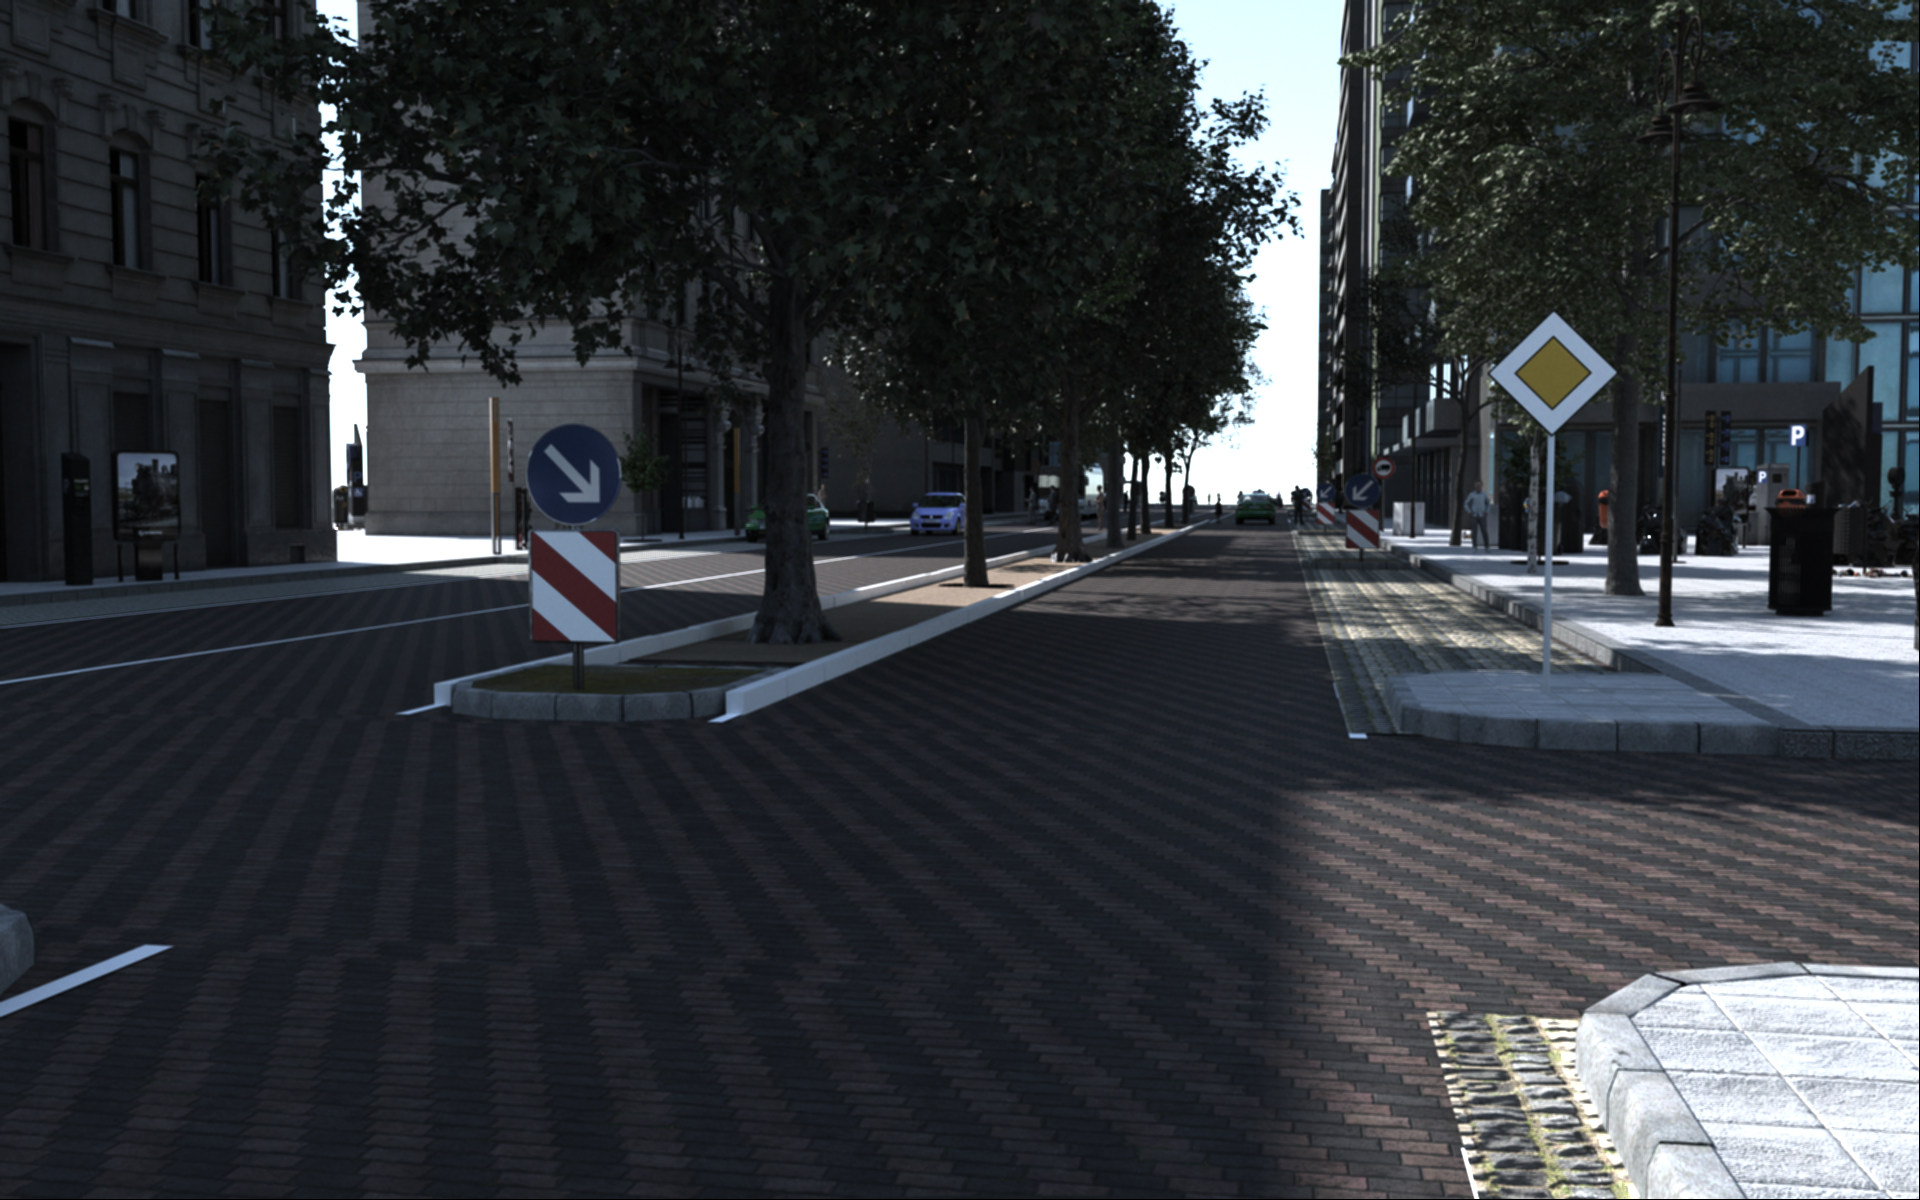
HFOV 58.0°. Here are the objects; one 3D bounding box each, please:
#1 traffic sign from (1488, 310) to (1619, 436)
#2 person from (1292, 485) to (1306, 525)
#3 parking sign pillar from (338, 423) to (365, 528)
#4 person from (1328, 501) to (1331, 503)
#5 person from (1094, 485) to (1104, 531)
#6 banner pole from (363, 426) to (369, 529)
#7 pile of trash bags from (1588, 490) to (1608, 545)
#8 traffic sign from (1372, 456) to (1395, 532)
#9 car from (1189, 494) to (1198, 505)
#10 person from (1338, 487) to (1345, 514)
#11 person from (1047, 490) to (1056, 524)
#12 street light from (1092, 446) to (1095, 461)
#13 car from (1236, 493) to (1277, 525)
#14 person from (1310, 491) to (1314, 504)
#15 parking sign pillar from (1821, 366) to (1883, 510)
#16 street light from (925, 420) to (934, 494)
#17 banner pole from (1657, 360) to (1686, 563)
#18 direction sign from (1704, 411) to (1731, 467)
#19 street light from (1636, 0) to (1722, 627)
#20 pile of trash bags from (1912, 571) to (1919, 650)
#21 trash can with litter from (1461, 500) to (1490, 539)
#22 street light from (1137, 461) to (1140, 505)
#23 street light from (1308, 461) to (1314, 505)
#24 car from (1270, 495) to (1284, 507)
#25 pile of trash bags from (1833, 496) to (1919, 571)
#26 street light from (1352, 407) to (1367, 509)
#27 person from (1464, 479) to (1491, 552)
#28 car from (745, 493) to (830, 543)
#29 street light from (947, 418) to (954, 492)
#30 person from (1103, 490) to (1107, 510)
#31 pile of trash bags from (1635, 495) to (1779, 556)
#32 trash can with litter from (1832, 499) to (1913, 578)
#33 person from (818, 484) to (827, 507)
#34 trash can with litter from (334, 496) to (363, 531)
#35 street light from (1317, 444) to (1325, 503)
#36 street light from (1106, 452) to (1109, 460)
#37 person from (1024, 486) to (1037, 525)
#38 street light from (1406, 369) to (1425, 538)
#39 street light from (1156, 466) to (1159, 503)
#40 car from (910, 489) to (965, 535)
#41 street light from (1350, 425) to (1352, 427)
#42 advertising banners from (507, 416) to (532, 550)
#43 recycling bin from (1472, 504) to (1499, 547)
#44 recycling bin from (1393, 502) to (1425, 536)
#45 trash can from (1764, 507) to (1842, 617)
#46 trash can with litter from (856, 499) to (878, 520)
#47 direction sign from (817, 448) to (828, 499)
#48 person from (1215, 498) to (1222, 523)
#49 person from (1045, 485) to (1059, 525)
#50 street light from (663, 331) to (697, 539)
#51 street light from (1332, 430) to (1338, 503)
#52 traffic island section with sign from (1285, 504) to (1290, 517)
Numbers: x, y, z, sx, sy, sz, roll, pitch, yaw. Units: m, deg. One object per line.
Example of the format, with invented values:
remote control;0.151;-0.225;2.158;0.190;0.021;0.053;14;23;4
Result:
traffic sign;3.776;-0.540;11.025;0.795;2.593;0.064;1;4;10
person;15.809;-4.424;80.638;0.655;1.846;0.447;-1;4;-19
parking sign pillar;-22.809;-4.700;65.319;1.447;3.967;1.447;-2;4;-27
person;38.738;-10.715;181.967;0.721;1.736;1.217;0;4;-3
person;5.442;-3.608;67.837;0.374;1.781;0.599;1;4;15
banner pole;-21.566;-4.472;63.135;0.401;3.779;0.863;-2;4;-23
pile of trash bags;16.690;-2.058;43.408;1.912;1.369;3.447;3;4;37
traffic sign;14.355;-3.586;58.743;0.768;2.556;0.104;1;4;19
car;30.306;-13.377;227.506;1.959;1.807;4.718;1;4;9
person;24.989;-6.514;113.260;0.721;1.736;1.217;0;4;-4
person;4.360;-4.536;82.860;0.583;1.804;0.606;-2;4;-31
street light;12.139;-11.290;157.377;0.468;5.910;1.993;1;4;10
car;14.186;-4.537;82.976;1.959;1.807;4.718;1;4;12
person;45.941;-13.437;226.557;0.721;1.723;1.217;-1;4;-17
parking sign pillar;19.091;-2.975;37.106;1.447;3.967;1.447;-1;4;-13
street light;-1.622;-6.776;83.570;0.468;5.910;1.993;1;4;10
banner pole;13.267;-2.589;32.346;0.401;3.779;0.863;-1;4;-9
direction sign;20.637;-3.380;47.254;0.876;3.537;0.379;-1;4;-21
street light;6.848;-2.683;16.653;0.468;5.910;1.993;1;4;10
pile of trash bags;8.727;-0.253;13.890;1.912;1.369;3.447;2;4;30
trash can with litter;15.229;-2.345;49.398;2.233;1.210;1.678;2;4;24
street light;21.211;-14.301;206.609;0.468;5.910;1.993;1;4;10
street light;42.132;-14.317;206.863;0.468;5.910;1.993;1;4;10
car;34.349;-10.786;188.934;1.945;1.354;3.894;1;4;12
pile of trash bags;16.984;-1.327;31.441;3.447;1.369;1.912;-1;4;-21
street light;19.456;-6.812;84.165;0.468;5.910;1.993;1;4;10
person;11.393;-1.849;38.088;0.589;1.601;0.330;1;4;16
car;-5.173;-2.652;52.158;1.959;1.807;4.718;1;4;9
street light;-0.358;-7.159;89.845;0.468;5.910;1.993;1;4;10
person;12.613;-8.694;150.633;0.705;1.826;1.348;1;4;13
pile of trash bags;16.008;-1.629;36.393;1.912;1.369;3.447;-3;5;-45
trash can with litter;14.129;-0.964;26.819;1.678;1.210;2.233;-3;5;-41
person;-6.584;-4.693;83.115;0.374;1.781;0.599;2;4;34
trash can with litter;-21.765;-3.080;61.409;1.678;1.210;2.233;0;4;-1
street light;33.214;-11.379;158.841;0.468;5.910;1.993;1;4;10
street light;14.876;-12.218;172.551;0.468;5.910;1.993;1;4;10
person;3.325;-4.453;81.499;0.583;1.804;0.606;1;4;9
street light;13.209;-4.747;50.398;0.468;5.910;1.993;1;4;10
street light;27.455;-16.389;240.745;0.468;5.910;1.993;1;4;10
car;-0.650;-3.162;61.297;1.945;1.707;3.694;1;4;11
street light;20.616;-7.202;90.535;0.468;5.910;1.993;1;4;10
advertising banners;-10.138;-2.668;39.818;0.090;3.025;2.074;0;4;0
recycling bin;13.005;-1.826;42.412;0.722;1.027;0.722;2;4;33
recycling bin;13.750;-2.478;53.073;0.722;1.027;0.722;-1;4;-13
trash can;8.891;-0.407;18.310;0.748;1.137;0.748;0;3;0
trash can with litter;-4.649;-4.619;86.913;0.624;1.170;1.055;3;5;40
direction sign;-6.862;-5.652;84.404;0.876;3.537;0.379;-1;4;-14
person;12.644;-4.371;84.636;0.373;1.253;0.362;-3;5;-42
person;4.335;-4.340;79.418;0.822;1.834;0.622;1;4;12
street light;-7.943;-4.675;49.231;0.468;5.910;1.993;1;4;10
street light;26.980;-9.306;124.944;0.468;5.910;1.993;1;4;10
traffic island section with sign;21.717;-6.173;109.550;1.989;1.847;2.006;1;4;10
